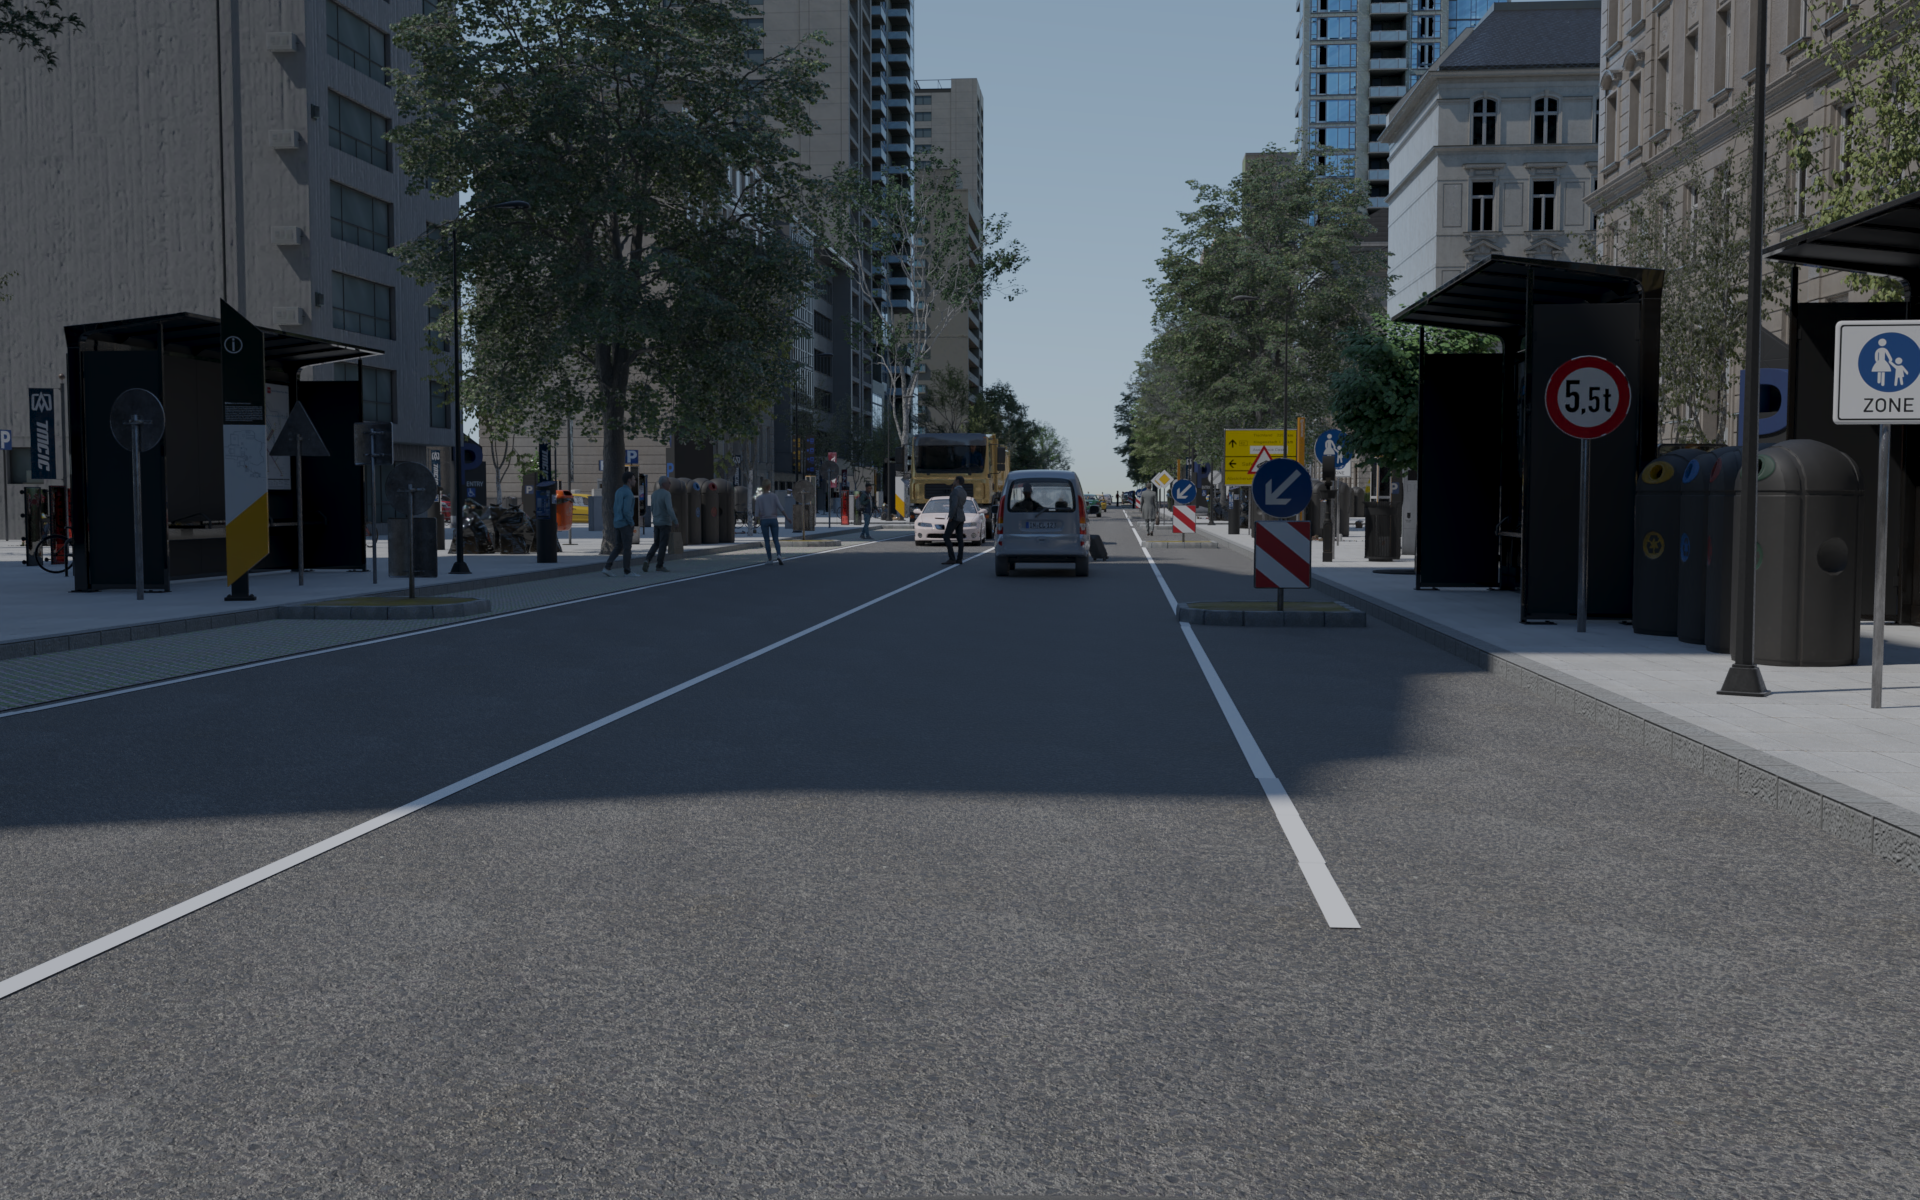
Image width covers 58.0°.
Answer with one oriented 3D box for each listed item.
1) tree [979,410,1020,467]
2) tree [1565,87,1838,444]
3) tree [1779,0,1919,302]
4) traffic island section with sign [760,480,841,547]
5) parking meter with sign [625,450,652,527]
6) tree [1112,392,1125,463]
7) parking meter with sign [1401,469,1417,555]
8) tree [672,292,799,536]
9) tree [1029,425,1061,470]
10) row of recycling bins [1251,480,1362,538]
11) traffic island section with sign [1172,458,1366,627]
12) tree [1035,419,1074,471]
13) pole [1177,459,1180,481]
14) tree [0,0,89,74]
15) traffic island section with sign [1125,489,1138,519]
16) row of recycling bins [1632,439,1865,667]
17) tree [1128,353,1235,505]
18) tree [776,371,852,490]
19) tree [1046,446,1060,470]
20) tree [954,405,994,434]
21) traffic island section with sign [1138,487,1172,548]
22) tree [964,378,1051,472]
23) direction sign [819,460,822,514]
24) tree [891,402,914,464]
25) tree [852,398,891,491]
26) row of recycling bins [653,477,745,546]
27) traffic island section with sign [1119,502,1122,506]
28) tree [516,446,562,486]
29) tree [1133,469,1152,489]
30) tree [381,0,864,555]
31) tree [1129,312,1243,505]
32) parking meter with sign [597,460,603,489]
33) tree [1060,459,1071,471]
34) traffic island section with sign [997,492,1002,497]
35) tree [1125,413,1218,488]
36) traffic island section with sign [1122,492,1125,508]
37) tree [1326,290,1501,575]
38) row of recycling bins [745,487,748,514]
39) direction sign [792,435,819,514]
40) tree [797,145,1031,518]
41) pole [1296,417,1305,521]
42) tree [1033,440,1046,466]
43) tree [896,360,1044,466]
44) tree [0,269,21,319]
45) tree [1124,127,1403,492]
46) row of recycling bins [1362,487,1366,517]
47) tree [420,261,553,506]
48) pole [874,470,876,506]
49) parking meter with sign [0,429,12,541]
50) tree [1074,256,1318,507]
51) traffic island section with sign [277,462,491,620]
[{"bbox_3d":[2.841,-12.025,146.976,4.360,8.622,3.978,0,3,0],"label":"tree"},{"bbox_3d":[13.410,-4.942,31.162,4.360,8.622,3.978,0,3,0],"label":"tree"},{"bbox_3d":[12.497,-4.402,22.334,4.737,8.622,4.395,0,3,0],"label":"tree"},{"bbox_3d":[-4.305,-2.372,47.403,1.989,1.847,2.006,0,4,5],"label":"traffic island section with sign"},{"bbox_3d":[-12.471,-4.349,67.367,0.543,3.016,1.738,-2,4,-31],"label":"parking meter with sign"},{"bbox_3d":[21.022,-17.088,186.043,9.857,13.997,8.962,0,3,0],"label":"tree"},{"bbox_3d":[9.669,-2.453,36.364,1.738,3.016,0.543,2,4,31],"label":"parking meter with sign"},{"bbox_3d":[-6.557,-6.259,52.699,4.737,8.622,4.395,0,3,0],"label":"tree"},{"bbox_3d":[10.908,-19.932,251.636,9.928,11.665,9.643,0,3,0],"label":"tree"},{"bbox_3d":[10.157,-2.705,51.342,3.534,1.692,1.069,-2,4,-31],"label":"row of recycling bins"},{"bbox_3d":[3.477,-0.676,19.679,1.989,1.847,2.006,0,4,5],"label":"traffic island section with sign"},{"bbox_3d":[13.730,-22.745,282.249,12.009,13.543,11.850,0,3,0],"label":"tree"},{"bbox_3d":[12.891,-6.623,102.135,0.158,3.312,0.155,0,3,0],"label":"pole"},{"bbox_3d":[-10.400,-4.756,12.181,8.767,10.594,7.601,1,4,8],"label":"tree"},{"bbox_3d":[10.747,-5.645,100.926,1.989,1.847,2.006,0,4,5],"label":"traffic island section with sign"},{"bbox_3d":[6.544,-0.452,14.506,1.069,1.692,3.534,0,4,6],"label":"row of recycling bins"},{"bbox_3d":[14.933,-11.592,115.287,9.928,11.665,9.643,0,3,0],"label":"tree"},{"bbox_3d":[-8.896,-9.418,104.340,4.360,8.622,3.978,0,3,0],"label":"tree"},{"bbox_3d":[5.807,-15.785,192.495,7.601,10.594,8.767,-1,4,-16],"label":"tree"},{"bbox_3d":[0.994,-11.449,137.548,4.737,8.622,4.395,0,3,0],"label":"tree"},{"bbox_3d":[5.878,-2.318,46.527,1.989,1.847,2.006,0,4,5],"label":"traffic island section with sign"},{"bbox_3d":[3.892,-15.561,171.434,9.611,12.733,9.660,0,3,0],"label":"tree"},{"bbox_3d":[-9.432,-7.476,114.232,0.876,3.537,0.379,2,4,32],"label":"direction sign"},{"bbox_3d":[-5.223,-11.065,131.280,4.360,8.622,3.978,0,3,0],"label":"tree"},{"bbox_3d":[-7.558,-10.700,125.303,4.360,8.622,3.978,0,3,0],"label":"tree"},{"bbox_3d":[-6.808,-2.271,44.242,1.069,1.692,3.534,1,4,18],"label":"row of recycling bins"},{"bbox_3d":[17.710,-10.405,178.747,1.989,1.847,2.006,0,4,5],"label":"traffic island section with sign"},{"bbox_3d":[-17.183,-4.615,70.057,1.663,3.219,1.824,0,3,0],"label":"tree"},{"bbox_3d":[27.841,-18.700,256.101,4.737,8.622,4.395,0,3,0],"label":"tree"},{"bbox_3d":[-7.208,-7.936,36.416,9.857,13.997,8.962,0,3,0],"label":"tree"},{"bbox_3d":[14.233,-11.538,106.769,7.486,12.596,7.792,0,3,0],"label":"tree"},{"bbox_3d":[-17.695,-5.641,88.486,1.738,3.016,0.543,3,5,41],"label":"parking meter with sign"},{"bbox_3d":[16.323,-23.071,311.628,8.767,10.594,7.601,1,4,22],"label":"tree"},{"bbox_3d":[3.048,-7.393,129.495,1.989,1.847,2.006,0,4,5],"label":"traffic island section with sign"},{"bbox_3d":[19.791,-14.060,164.288,8.767,10.594,7.601,3,5,39],"label":"tree"},{"bbox_3d":[13.157,-7.289,127.797,1.989,1.847,2.006,0,4,5],"label":"traffic island section with sign"},{"bbox_3d":[7.401,-2.705,27.942,4.285,4.588,4.351,0,3,0],"label":"tree"},{"bbox_3d":[-11.364,-5.041,89.532,1.069,1.692,3.534,-1,4,-9],"label":"row of recycling bins"},{"bbox_3d":[-6.031,-4.576,66.812,0.876,3.537,0.379,0,4,6],"label":"direction sign"},{"bbox_3d":[-1.651,-14.454,92.216,12.611,20.169,13.585,0,3,0],"label":"tree"},{"bbox_3d":[9.080,-3.201,46.177,0.158,3.312,0.155,0,3,0],"label":"pole"},{"bbox_3d":[7.718,-15.922,210.681,4.360,8.622,3.978,0,3,0],"label":"tree"},{"bbox_3d":[0.012,-11.376,120.412,8.767,10.594,7.601,-3,5,-40],"label":"tree"},{"bbox_3d":[-22.098,-5.221,35.729,4.360,8.622,3.978,0,3,0],"label":"tree"},{"bbox_3d":[10.836,-9.495,61.902,9.857,13.997,8.962,0,3,0],"label":"tree"},{"bbox_3d":[22.144,-5.426,95.834,1.069,1.692,3.534,3,5,44],"label":"row of recycling bins"},{"bbox_3d":[-13.919,-6.209,51.873,4.737,8.622,4.395,0,3,0],"label":"tree"},{"bbox_3d":[-7.090,-9.227,144.704,0.158,3.312,0.155,0,3,0],"label":"pole"},{"bbox_3d":[-26.662,-3.100,46.948,1.738,3.016,0.543,0,4,5],"label":"parking meter with sign"},{"bbox_3d":[13.136,-10.710,85.472,12.009,13.543,11.850,0,3,0],"label":"tree"},{"bbox_3d":[-6.707,-0.729,20.554,1.989,1.847,2.006,0,4,5],"label":"traffic island section with sign"}]
